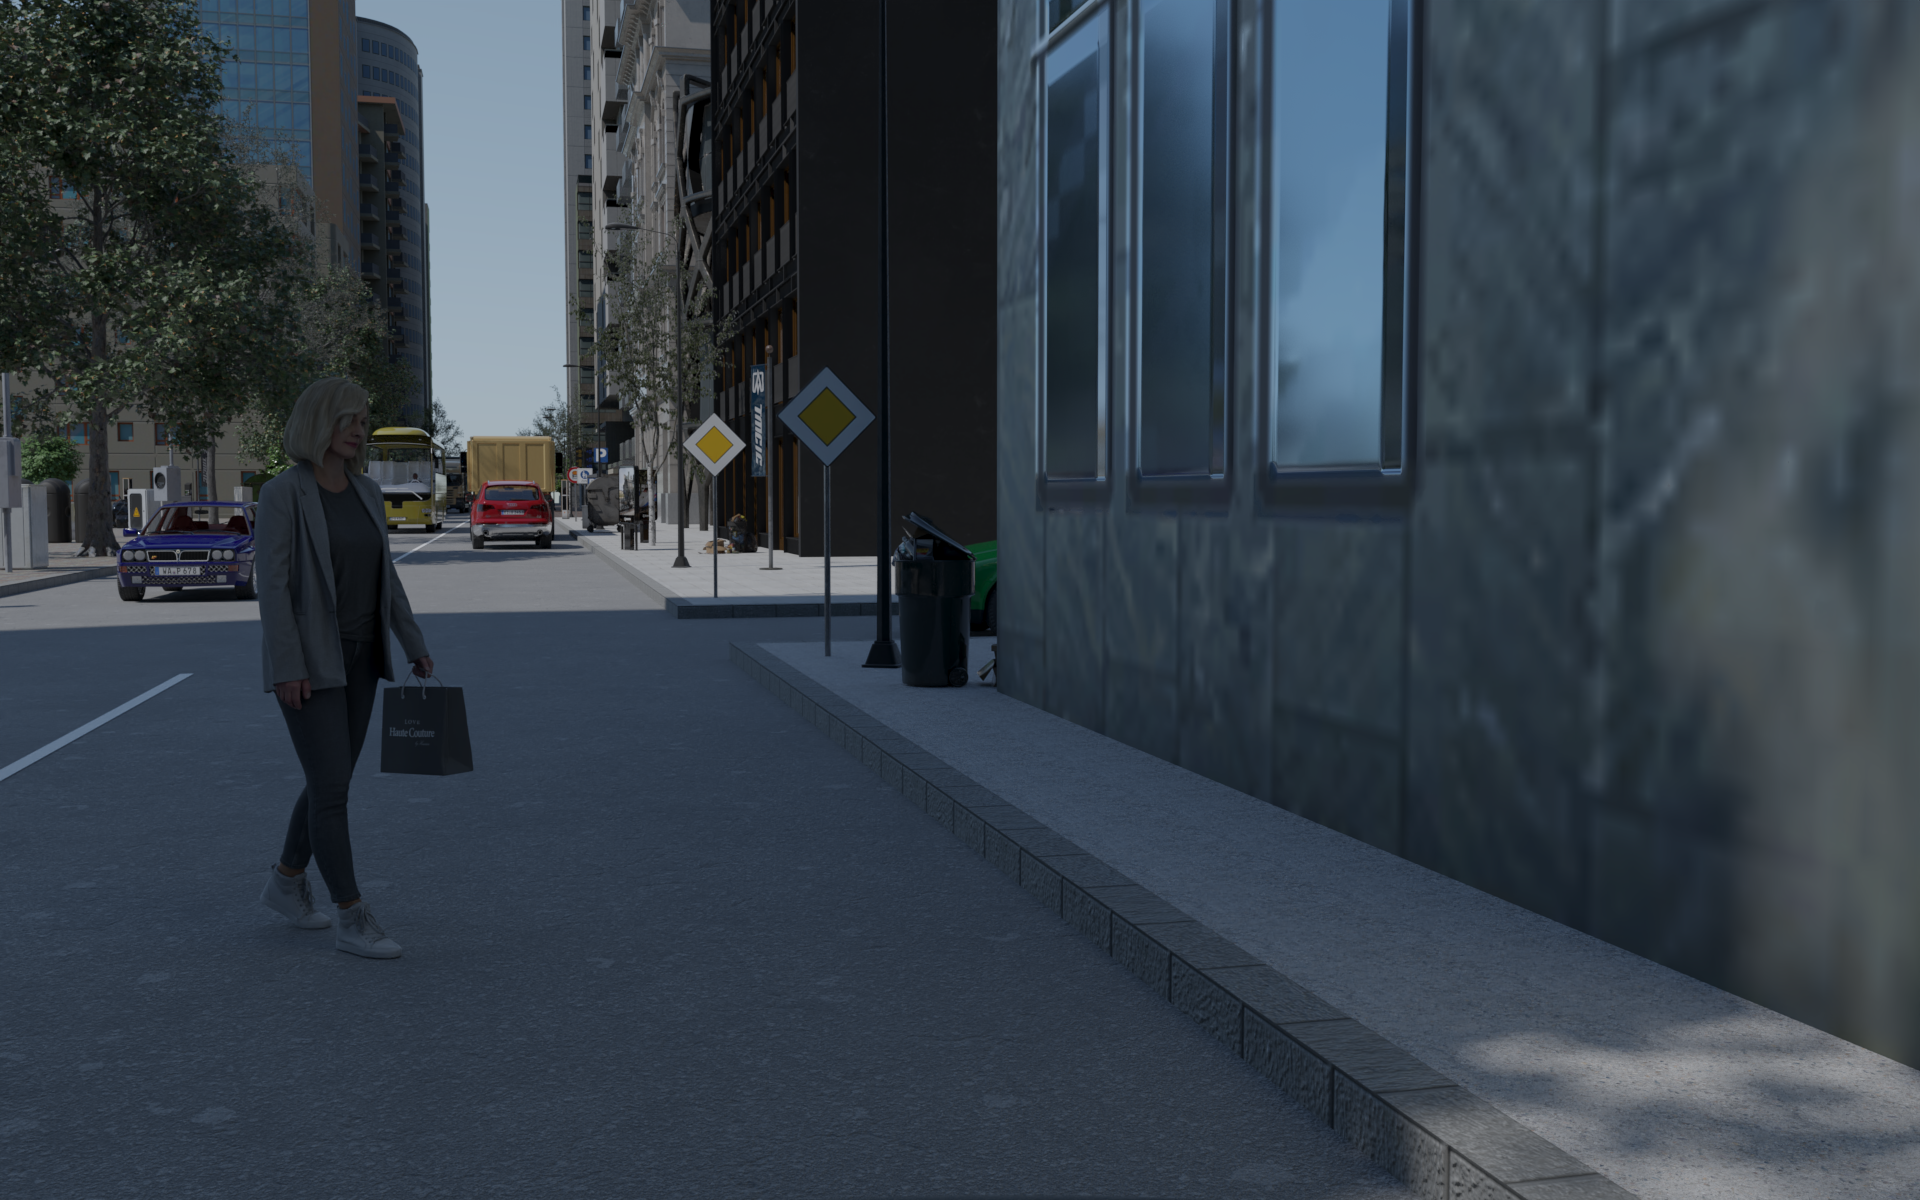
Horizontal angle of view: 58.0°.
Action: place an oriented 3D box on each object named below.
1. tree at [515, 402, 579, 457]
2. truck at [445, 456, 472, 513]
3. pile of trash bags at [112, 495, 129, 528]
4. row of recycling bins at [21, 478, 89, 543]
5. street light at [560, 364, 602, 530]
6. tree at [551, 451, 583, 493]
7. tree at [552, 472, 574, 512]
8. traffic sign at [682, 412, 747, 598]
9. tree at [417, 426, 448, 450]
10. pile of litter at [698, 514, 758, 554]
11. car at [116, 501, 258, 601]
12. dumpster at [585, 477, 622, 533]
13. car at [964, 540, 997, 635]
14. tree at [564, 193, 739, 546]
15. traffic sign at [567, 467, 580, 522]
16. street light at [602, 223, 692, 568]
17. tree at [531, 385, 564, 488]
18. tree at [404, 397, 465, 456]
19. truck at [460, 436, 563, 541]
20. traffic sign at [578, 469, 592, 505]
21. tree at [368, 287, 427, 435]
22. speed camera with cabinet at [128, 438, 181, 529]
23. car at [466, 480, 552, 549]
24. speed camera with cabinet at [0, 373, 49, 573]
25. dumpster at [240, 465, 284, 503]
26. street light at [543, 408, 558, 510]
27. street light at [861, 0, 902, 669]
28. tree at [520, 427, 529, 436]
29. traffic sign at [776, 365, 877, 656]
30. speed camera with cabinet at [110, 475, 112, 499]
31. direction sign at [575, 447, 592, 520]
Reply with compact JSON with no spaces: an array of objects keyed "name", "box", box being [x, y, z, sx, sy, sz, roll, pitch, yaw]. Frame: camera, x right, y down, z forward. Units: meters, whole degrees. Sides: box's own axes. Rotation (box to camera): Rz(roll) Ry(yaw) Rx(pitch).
[{"name":"tree","box":[-41.647,-14.704,174.826,8.767,10.594,7.601,-1,4,-21]},{"name":"truck","box":[-38.503,-8.686,130.925,2.839,4.237,11.283,-1,4,-12]},{"name":"pile of trash bags","box":[-33.595,-3.654,69.499,3.447,1.369,1.912,0,4,-8]},{"name":"row of recycling bins","box":[-24.184,-2.348,45.502,3.534,1.692,1.069,0,4,1]},{"name":"street light","box":[-13.481,-5.476,62.075,1.470,5.913,1.316,-1,4,-14]},{"name":"tree","box":[-29.829,-8.920,129.554,4.285,4.588,4.351,0,3,0]},{"name":"tree","box":[-28.973,-8.009,125.548,1.663,3.219,1.824,0,3,0]},{"name":"traffic sign","box":[-3.026,-1.084,21.372,0.795,2.450,0.064,-1,4,-14]},{"name":"tree","box":[-54.564,-13.896,177.563,4.360,8.622,3.978,0,3,0]},{"name":"pile of litter","box":[-5.072,-1.448,37.640,1.176,0.858,1.719,3,4,39]},{"name":"car","box":[-10.689,-0.733,24.571,1.945,1.354,3.894,-1,4,-13]},{"name":"dumpster","box":[-11.880,-3.198,58.050,1.264,1.857,1.865,-1,4,-14]},{"name":"car","box":[1.690,-0.551,17.807,4.718,1.807,1.959,-1,4,-16]},{"name":"tree","box":[-7.550,-5.630,42.407,4.360,8.622,3.978,0,3,0]},{"name":"traffic sign","box":[-17.889,-4.924,80.612,0.768,2.556,0.104,0,4,-8]},{"name":"street light","box":[-5.393,-3.511,29.945,1.470,5.913,1.316,-1,4,-14]},{"name":"tree","box":[-25.239,-9.879,111.883,4.360,8.622,3.978,0,3,0]},{"name":"tree","box":[-50.481,-14.099,164.931,7.601,10.594,8.767,-1,4,-11]},{"name":"truck","box":[-14.628,-3.709,56.560,3.469,3.379,9.791,-1,4,-14]},{"name":"traffic sign","box":[-15.030,-4.118,69.454,0.606,2.300,0.079,-1,4,-8]},{"name":"tree","box":[-30.965,-10.261,84.778,9.611,12.733,9.660,0,3,0]},{"name":"speed camera with cabinet","box":[-26.633,-3.846,57.218,2.038,3.252,0.660,2,4,30]},{"name":"car","box":[-12.135,-2.327,46.714,2.281,1.827,5.304,-1,4,-16]},{"name":"speed camera with cabinet","box":[-15.926,-2.122,29.030,0.660,3.252,2.038,-1,4,-12]},{"name":"dumpster","box":[-23.231,-3.401,58.092,1.502,2.255,1.985,-1,4,-14]},{"name":"street light","box":[-21.719,-7.437,94.131,1.470,5.913,1.316,-1,4,-14]},{"name":"street light","box":[-1.089,-2.449,12.586,1.470,5.913,1.316,-1,4,-14]},{"name":"tree","box":[-35.810,-12.226,150.263,4.360,8.622,3.978,0,3,0]},{"name":"traffic sign","box":[-1.048,-0.611,13.635,0.795,2.450,0.064,-1,4,-14]},{"name":"speed camera with cabinet","box":[-38.062,-5.002,76.115,0.660,3.252,2.038,0,4,0]},{"name":"direction sign","box":[-18.271,-5.639,84.203,0.876,3.537,0.379,-3,4,-37]}]
